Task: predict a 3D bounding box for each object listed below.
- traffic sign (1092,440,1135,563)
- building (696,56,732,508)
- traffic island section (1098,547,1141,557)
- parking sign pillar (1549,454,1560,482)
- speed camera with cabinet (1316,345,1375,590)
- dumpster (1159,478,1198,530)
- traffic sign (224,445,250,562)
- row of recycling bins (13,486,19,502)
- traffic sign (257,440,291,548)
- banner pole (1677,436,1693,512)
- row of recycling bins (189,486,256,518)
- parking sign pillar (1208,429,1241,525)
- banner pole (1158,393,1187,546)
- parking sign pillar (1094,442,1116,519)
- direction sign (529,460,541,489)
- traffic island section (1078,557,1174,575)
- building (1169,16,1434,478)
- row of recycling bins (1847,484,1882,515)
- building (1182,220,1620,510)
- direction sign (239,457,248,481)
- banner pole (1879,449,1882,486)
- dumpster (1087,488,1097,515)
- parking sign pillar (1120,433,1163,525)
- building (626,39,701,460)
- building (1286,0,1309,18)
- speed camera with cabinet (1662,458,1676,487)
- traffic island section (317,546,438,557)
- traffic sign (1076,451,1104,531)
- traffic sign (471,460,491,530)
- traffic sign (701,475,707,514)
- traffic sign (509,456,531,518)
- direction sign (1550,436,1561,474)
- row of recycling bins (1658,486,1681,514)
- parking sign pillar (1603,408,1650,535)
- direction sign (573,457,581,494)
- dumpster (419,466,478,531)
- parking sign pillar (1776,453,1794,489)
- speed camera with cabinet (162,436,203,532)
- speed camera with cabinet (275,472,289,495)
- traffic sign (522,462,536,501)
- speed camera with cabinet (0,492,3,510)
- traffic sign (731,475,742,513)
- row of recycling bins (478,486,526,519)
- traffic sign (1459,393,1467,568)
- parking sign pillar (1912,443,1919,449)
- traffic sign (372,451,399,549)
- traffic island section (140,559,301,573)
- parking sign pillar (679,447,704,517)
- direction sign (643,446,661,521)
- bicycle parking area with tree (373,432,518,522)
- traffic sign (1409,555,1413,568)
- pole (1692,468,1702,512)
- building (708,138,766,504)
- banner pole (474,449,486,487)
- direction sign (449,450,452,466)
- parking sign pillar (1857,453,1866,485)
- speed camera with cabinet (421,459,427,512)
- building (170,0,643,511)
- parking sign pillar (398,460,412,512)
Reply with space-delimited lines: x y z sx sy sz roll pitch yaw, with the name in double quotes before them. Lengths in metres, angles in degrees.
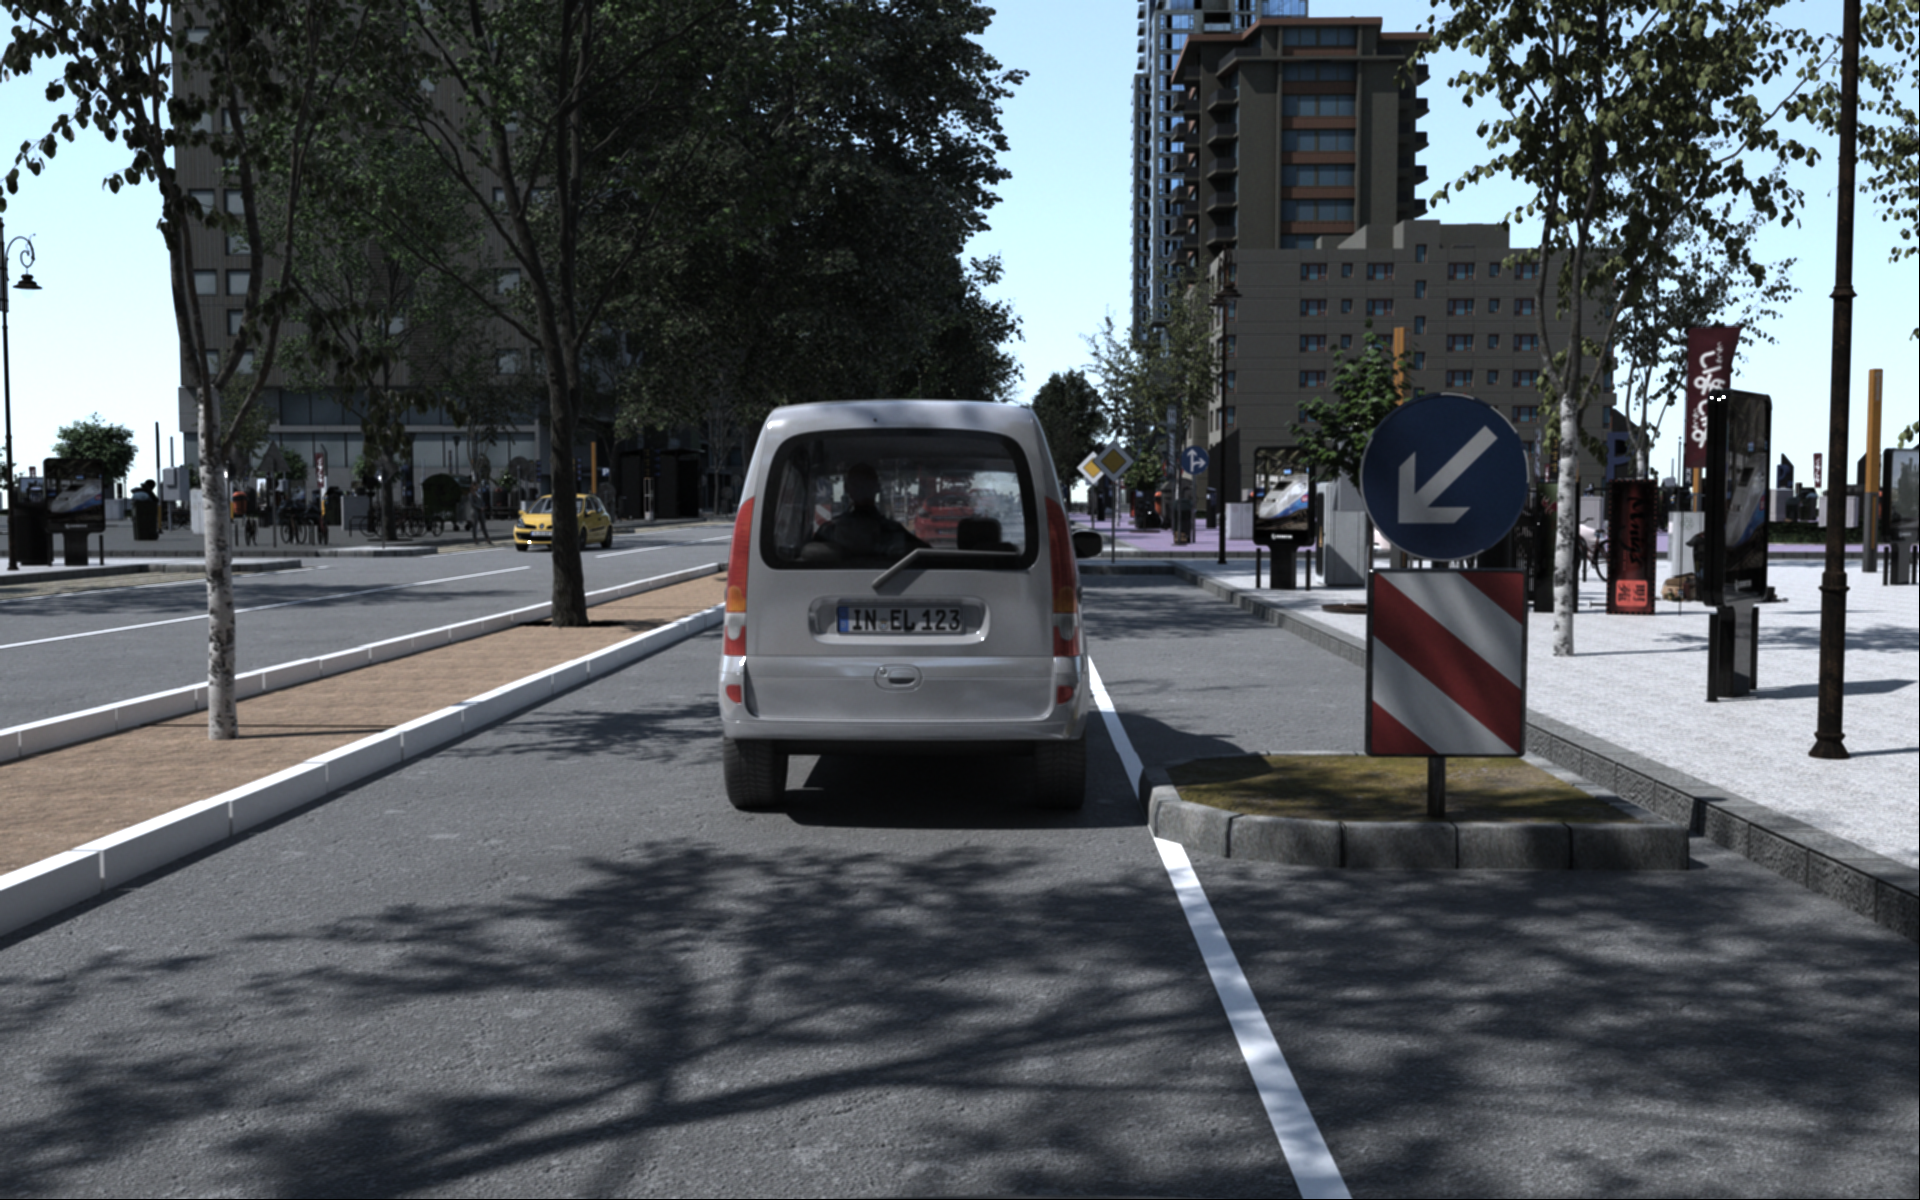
"traffic sign" 2.848 -1.745 32.171 0.795 2.450 0.064 0 4 2
"building" -33.273 -44.637 168.069 20.563 71.187 20.611 0 4 2
"traffic island section" 3.109 -1.098 40.230 2.009 0.180 2.903 0 4 2
"parking sign pillar" 38.261 -7.506 111.198 1.447 3.967 1.447 -2 4 -23
"speed camera with cabinet" 5.329 -1.803 23.820 0.660 3.252 2.038 0 4 4
"dumpster" 7.862 -3.454 62.233 1.264 1.857 1.865 0 4 2
"traffic sign" -13.789 -1.776 32.685 0.795 2.450 0.064 0 4 2
"row of recycling bins" -47.827 -4.991 88.708 1.069 1.692 3.534 -1 4 -9
"traffic sign" -16.429 -2.536 41.466 0.884 2.594 0.081 1 4 11
"banner pole" 31.399 -5.201 75.050 0.863 3.779 0.401 3 4 36
"row of recycling bins" -39.952 -5.310 93.932 1.069 1.692 3.534 3 5 44
"parking sign pillar" 10.950 -5.091 71.716 1.447 3.967 1.447 2 4 25
"banner pole" 5.318 -3.232 42.861 0.401 3.779 0.863 3 4 39
"parking sign pillar" 7.721 -6.247 90.606 1.447 3.967 1.447 3 5 40
"direction sign" -28.262 -7.536 115.203 0.876 3.537 0.379 1 4 13
"traffic island section" 2.871 -0.610 32.248 2.009 0.180 2.903 0 4 2
"building" 31.537 -31.198 164.705 22.147 44.769 28.867 0 4 2
"row of recycling bins" 38.296 -4.077 73.765 1.069 1.692 3.534 0 4 7
"building" 32.847 -17.828 136.534 27.650 21.520 28.899 0 4 2
"direction sign" -43.361 -6.903 104.863 0.876 3.537 0.379 2 4 31
"banner pole" 50.940 -6.480 95.961 0.401 3.779 0.863 1 4 19
"dumpster" 8.305 -6.038 104.482 1.264 1.857 1.865 0 4 2
"parking sign pillar" 7.806 -5.161 72.853 1.447 3.967 1.447 2 4 28
"building" -30.898 -28.582 150.914 14.154 41.232 14.086 0 4 2
"building" 33.292 -55.779 224.658 22.319 86.520 31.000 0 4 2
"speed camera with cabinet" 38.991 -6.202 95.735 0.660 3.252 2.038 1 4 9
"traffic island section" -13.575 -1.128 40.728 2.009 0.180 2.903 0 4 2
"traffic sign" 3.085 -2.233 40.153 0.795 2.450 0.064 0 4 2
"traffic sign" -17.135 -3.783 61.952 0.768 2.556 0.104 0 4 8
"traffic sign" -17.050 -6.966 114.006 0.768 2.556 0.104 0 4 6
"traffic sign" -14.895 -3.576 58.572 0.768 2.556 0.104 0 4 8
"direction sign" 23.408 -4.623 67.576 0.379 3.537 0.876 -3 5 -40
"row of recycling bins" 36.198 -4.989 88.685 3.534 1.692 1.069 -3 5 -44
"parking sign pillar" 20.779 -4.006 53.968 1.447 3.967 1.447 -2 4 -31
"direction sign" -23.258 -6.914 105.042 0.876 3.537 0.379 3 4 37
"dumpster" -17.758 -3.525 60.127 1.502 2.255 1.985 0 4 2
"parking sign pillar" 54.138 -7.657 113.660 1.447 3.967 1.447 0 4 -4
"speed camera with cabinet" -26.268 -3.978 59.379 2.038 3.252 0.660 1 4 13
"speed camera with cabinet" -42.193 -7.011 108.972 0.660 3.252 2.038 1 4 16
"traffic sign" -16.967 -4.142 67.828 0.768 2.556 0.104 1 4 10
"speed camera with cabinet" -64.702 -7.368 114.799 0.660 3.252 2.038 3 5 40
"traffic sign" -14.954 -7.080 115.860 0.768 2.556 0.104 0 4 4
"row of recycling bins" -23.938 -4.969 88.355 3.534 1.692 1.069 -1 4 -12
"traffic sign" 6.470 -1.364 22.306 0.884 2.594 0.081 0 4 6
"parking sign pillar" 40.274 -5.142 72.548 1.447 3.967 1.447 -1 4 -8
"traffic sign" -13.552 -2.264 40.666 0.795 2.450 0.064 0 4 2
"traffic island section" -13.813 -0.640 32.747 2.009 0.180 2.903 0 4 2
"parking sign pillar" -15.125 -6.649 97.190 1.447 3.967 1.447 0 4 -6
"direction sign" -14.692 -5.546 82.666 0.876 3.537 0.379 -2 4 -35
"bicycle parking area with tree" -25.020 -5.876 83.070 9.016 4.147 8.231 1 4 20
"traffic sign" 6.638 -1.426 25.440 0.606 2.300 0.079 0 4 8
"pole" 17.990 -2.960 42.245 0.158 3.312 0.155 0 3 0
"building" -33.093 -37.076 225.797 23.786 49.044 30.456 0 4 2
"banner pole" -26.513 -6.459 95.623 0.863 3.779 0.401 1 4 18
"direction sign" -26.454 -5.992 89.966 0.379 3.537 0.876 -1 4 -23
"parking sign pillar" 51.014 -6.660 97.368 1.447 3.967 1.447 0 4 -6
"speed camera with cabinet" -29.984 -6.323 97.721 0.660 3.252 2.038 -1 4 -22
"building" -39.460 -33.053 129.662 28.713 52.752 27.495 0 4 2
"parking sign pillar" -36.382 -7.671 113.890 1.447 3.967 1.447 -2 4 -30
